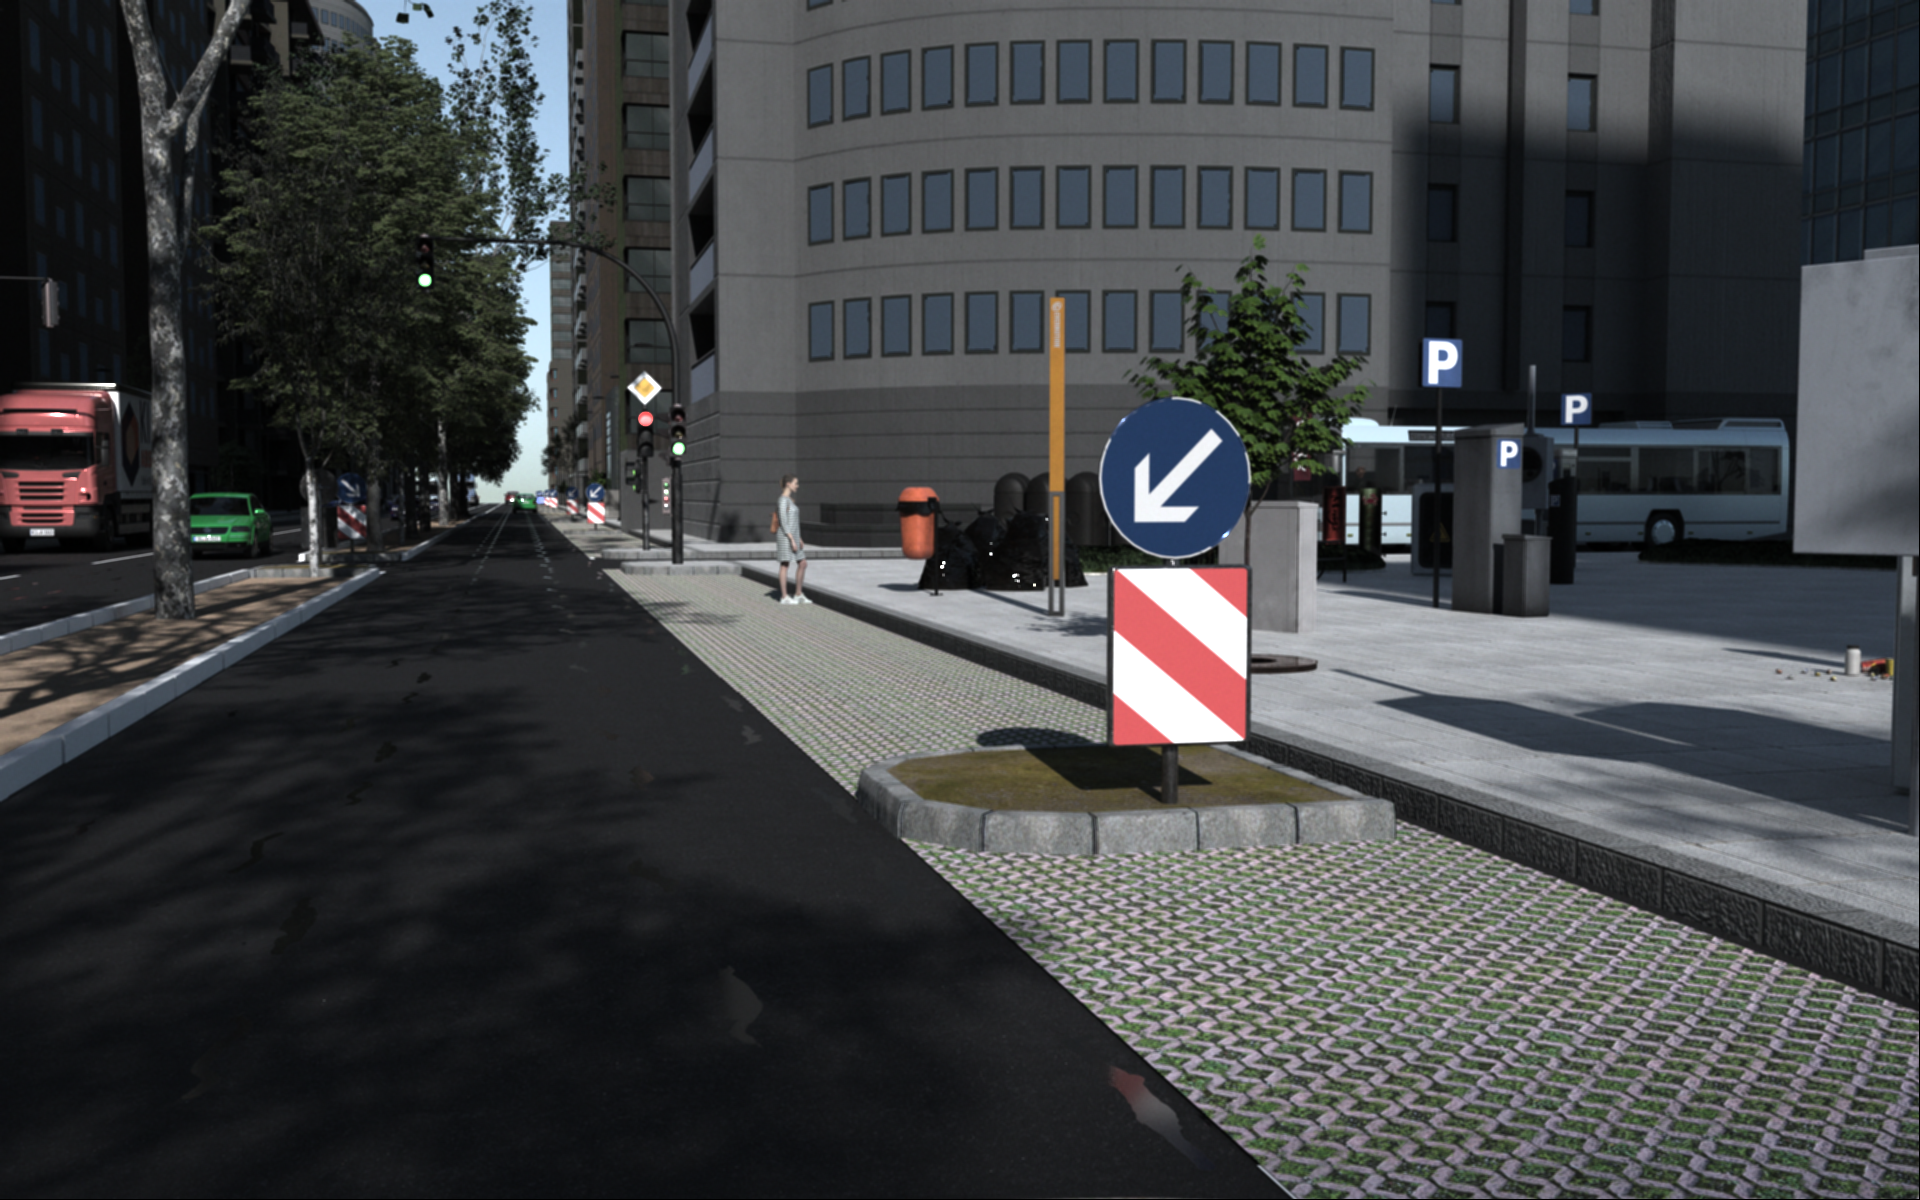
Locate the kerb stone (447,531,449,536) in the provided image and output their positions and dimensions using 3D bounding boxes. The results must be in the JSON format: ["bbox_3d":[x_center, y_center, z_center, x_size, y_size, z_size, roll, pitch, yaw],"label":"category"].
[{"bbox_3d":[-16.959,-2.122,56.898,0.120,0.150,1.000,-1,4,-14],"label":"kerb stone"}]

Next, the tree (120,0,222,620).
[{"bbox_3d":[-7.596,-9.806,18.682,12.611,20.169,13.585,0,3,0],"label":"tree"}]

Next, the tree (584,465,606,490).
[{"bbox_3d":[-24.083,-7.360,114.939,1.663,3.219,1.824,0,3,0],"label":"tree"}]

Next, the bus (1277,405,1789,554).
[{"bbox_3d":[13.234,-2.830,41.130,13.247,3.499,2.948,-1,4,-16],"label":"bus"}]

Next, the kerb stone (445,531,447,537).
[{"bbox_3d":[-16.715,-2.062,55.905,0.120,0.150,1.000,-1,4,-14],"label":"kerb stone"}]

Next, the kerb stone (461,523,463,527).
[{"bbox_3d":[-20.508,-2.972,70.794,0.120,0.150,1.000,-1,4,-14],"label":"kerb stone"}]

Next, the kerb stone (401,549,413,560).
[{"bbox_3d":[-12.160,-0.964,38.008,0.120,0.150,1.000,-1,4,-14],"label":"kerb stone"}]

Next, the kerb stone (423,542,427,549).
[{"bbox_3d":[-13.679,-1.332,43.974,0.120,0.150,1.000,-1,4,-14],"label":"kerb stone"}]

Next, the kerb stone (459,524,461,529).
[{"bbox_3d":[-19.998,-2.845,68.807,0.120,0.150,1.000,-1,4,-14],"label":"kerb stone"}]

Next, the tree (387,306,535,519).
[{"bbox_3d":[-28.362,-11.490,96.977,9.857,13.997,8.962,0,3,0],"label":"tree"}]

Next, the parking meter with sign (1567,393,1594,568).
[{"bbox_3d":[10.119,-2.030,29.450,0.543,3.016,1.738,3,5,43],"label":"parking meter with sign"}]

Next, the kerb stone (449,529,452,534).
[{"bbox_3d":[-17.727,-2.304,59.866,0.120,0.150,1.000,-1,4,-14],"label":"kerb stone"}]

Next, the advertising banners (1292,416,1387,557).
[{"bbox_3d":[7.510,-2.349,34.593,2.074,3.025,0.090,2,4,34],"label":"advertising banners"}]

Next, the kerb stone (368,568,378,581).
[{"bbox_3d":[-9.748,-0.389,28.558,0.120,0.150,1.000,-1,4,-14],"label":"kerb stone"}]

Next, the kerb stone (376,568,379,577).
[{"bbox_3d":[-10.007,-0.446,29.547,0.120,0.150,1.000,-1,4,-14],"label":"kerb stone"}]

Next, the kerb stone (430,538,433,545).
[{"bbox_3d":[-14.441,-1.515,46.960,0.120,0.150,1.000,-1,4,-14],"label":"kerb stone"}]

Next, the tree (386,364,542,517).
[{"bbox_3d":[-30.658,-11.443,106.561,9.611,12.733,9.660,0,3,0],"label":"tree"}]

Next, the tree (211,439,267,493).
[{"bbox_3d":[-43.929,-7.381,104.388,4.285,4.588,4.351,0,3,0],"label":"tree"}]

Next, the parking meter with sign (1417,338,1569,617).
[{"bbox_3d":[5.698,-1.375,18.738,0.543,3.016,1.738,-1,4,-22],"label":"parking meter with sign"}]

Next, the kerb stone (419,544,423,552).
[{"bbox_3d":[-13.165,-1.210,41.980,0.120,0.150,1.000,-1,4,-14],"label":"kerb stone"}]

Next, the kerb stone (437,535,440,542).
[{"bbox_3d":[-15.446,-1.758,50.934,0.120,0.150,1.000,-1,4,-14],"label":"kerb stone"}]

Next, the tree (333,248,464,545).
[{"bbox_3d":[-15.715,-5.847,48.411,4.737,8.622,4.395,0,3,0],"label":"tree"}]

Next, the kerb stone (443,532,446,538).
[{"bbox_3d":[-16.465,-1.998,54.908,0.120,0.150,1.000,-1,4,-14],"label":"kerb stone"}]

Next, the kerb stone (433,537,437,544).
[{"bbox_3d":[-14.946,-1.635,48.946,0.120,0.150,1.000,-1,4,-14],"label":"kerb stone"}]

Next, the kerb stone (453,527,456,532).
[{"bbox_3d":[-18.479,-2.486,62.845,0.120,0.150,1.000,-1,4,-14],"label":"kerb stone"}]

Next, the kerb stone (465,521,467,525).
[{"bbox_3d":[-21.776,-3.272,75.762,0.120,0.150,1.000,-1,4,-14],"label":"kerb stone"}]

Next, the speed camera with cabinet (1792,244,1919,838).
[{"bbox_3d":[4.117,-0.780,7.084,2.038,3.252,0.660,-3,5,-42],"label":"speed camera with cabinet"}]

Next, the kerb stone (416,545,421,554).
[{"bbox_3d":[-12.915,-1.149,40.989,0.120,0.150,1.000,-1,4,-14],"label":"kerb stone"}]

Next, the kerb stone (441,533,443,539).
[{"bbox_3d":[-15.956,-1.879,52.922,0.120,0.150,1.000,-1,4,-14],"label":"kerb stone"}]

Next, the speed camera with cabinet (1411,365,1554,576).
[{"bbox_3d":[8.103,-1.991,26.892,2.038,3.252,0.660,2,4,29],"label":"speed camera with cabinet"}]

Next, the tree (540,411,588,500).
[{"bbox_3d":[-43.617,-15.873,193.930,7.601,10.594,8.767,2,4,29],"label":"tree"}]

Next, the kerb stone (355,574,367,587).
[{"bbox_3d":[-9.250,-0.268,26.573,0.120,0.150,1.000,-1,4,-14],"label":"kerb stone"}]

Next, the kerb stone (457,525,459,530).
[{"bbox_3d":[-19.498,-2.727,66.823,0.120,0.150,1.000,-1,4,-14],"label":"kerb stone"}]

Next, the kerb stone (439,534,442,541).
[{"bbox_3d":[-15.700,-1.817,51.925,0.120,0.150,1.000,-1,4,-14],"label":"kerb stone"}]

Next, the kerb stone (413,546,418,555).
[{"bbox_3d":[-12.665,-1.088,39.989,0.120,0.150,1.000,-1,4,-14],"label":"kerb stone"}]

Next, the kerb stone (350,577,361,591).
[{"bbox_3d":[-8.990,-0.207,25.574,0.120,0.150,1.000,-1,4,-14],"label":"kerb stone"}]

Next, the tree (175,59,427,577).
[{"bbox_3d":[-10.993,-4.672,29.208,4.360,8.622,3.978,0,3,0],"label":"tree"}]

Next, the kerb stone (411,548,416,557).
[{"bbox_3d":[-12.407,-1.020,39.000,0.120,0.150,1.000,-1,4,-14],"label":"kerb stone"}]

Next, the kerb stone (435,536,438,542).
[{"bbox_3d":[-15.197,-1.695,49.937,0.120,0.150,1.000,-1,4,-14],"label":"kerb stone"}]

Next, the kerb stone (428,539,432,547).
[{"bbox_3d":[-14.180,-1.451,45.961,0.120,0.150,1.000,-1,4,-14],"label":"kerb stone"}]

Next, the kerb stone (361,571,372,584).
[{"bbox_3d":[-9.503,-0.327,27.565,0.120,0.150,1.000,-1,4,-14],"label":"kerb stone"}]

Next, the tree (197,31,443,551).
[{"bbox_3d":[-14.313,-7.441,42.249,7.486,12.596,7.792,0,3,0],"label":"tree"}]

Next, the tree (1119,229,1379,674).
[{"bbox_3d":[2.250,-1.107,12.708,1.663,3.219,1.824,0,3,0],"label":"tree"}]

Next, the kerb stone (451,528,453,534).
[{"bbox_3d":[-17.982,-2.365,60.860,0.120,0.150,1.000,-1,4,-14],"label":"kerb stone"}]

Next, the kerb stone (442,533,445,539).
[{"bbox_3d":[-16.207,-1.940,53.915,0.120,0.150,1.000,-1,4,-14],"label":"kerb stone"}]

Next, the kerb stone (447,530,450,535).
[{"bbox_3d":[-17.221,-2.183,57.886,0.120,0.150,1.000,-1,4,-14],"label":"kerb stone"}]

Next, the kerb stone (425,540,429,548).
[{"bbox_3d":[-13.933,-1.391,44.969,0.120,0.150,1.000,-1,4,-14],"label":"kerb stone"}]

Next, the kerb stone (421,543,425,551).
[{"bbox_3d":[-13.424,-1.271,42.977,0.120,0.150,1.000,-1,4,-14],"label":"kerb stone"}]

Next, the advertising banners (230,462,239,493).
[{"bbox_3d":[-40.559,-6.159,96.895,0.090,3.025,2.074,-1,4,-12],"label":"advertising banners"}]

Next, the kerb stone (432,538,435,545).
[{"bbox_3d":[-14.691,-1.575,47.953,0.120,0.150,1.000,-1,4,-14],"label":"kerb stone"}]

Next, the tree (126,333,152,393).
[{"bbox_3d":[-35.796,-7.584,74.353,4.737,8.622,4.395,0,3,0],"label":"tree"}]

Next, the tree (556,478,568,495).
[{"bbox_3d":[-46.434,-12.734,202.805,1.663,3.219,1.824,0,3,0],"label":"tree"}]

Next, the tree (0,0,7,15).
[{"bbox_3d":[-5.400,-5.668,5.505,12.009,13.543,11.850,0,3,0],"label":"tree"}]

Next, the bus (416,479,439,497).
[{"bbox_3d":[-62.952,-12.899,205.754,2.948,3.499,13.247,-1,4,-13],"label":"bus"}]

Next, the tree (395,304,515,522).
[{"bbox_3d":[-26.097,-9.732,87.332,9.928,11.665,9.643,0,3,0],"label":"tree"}]
